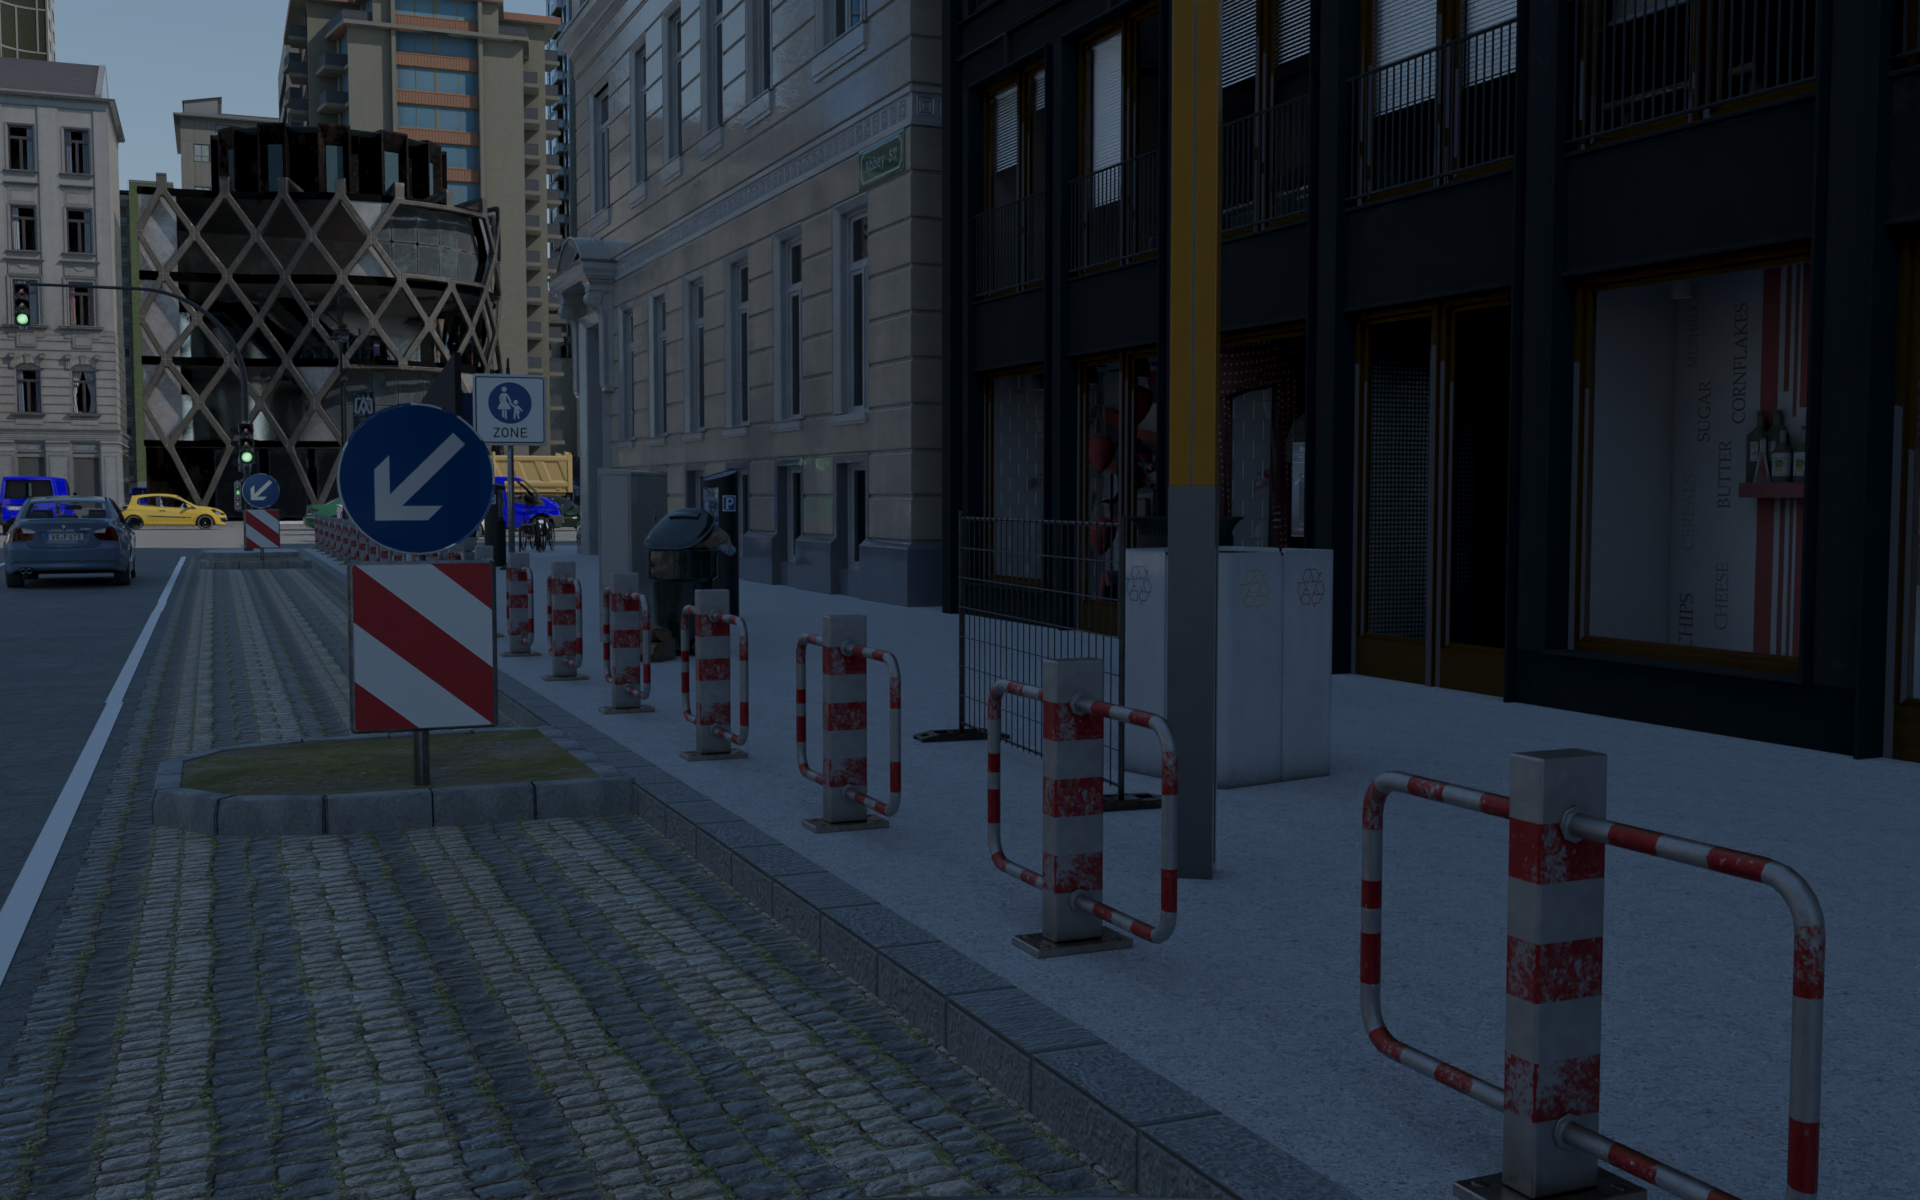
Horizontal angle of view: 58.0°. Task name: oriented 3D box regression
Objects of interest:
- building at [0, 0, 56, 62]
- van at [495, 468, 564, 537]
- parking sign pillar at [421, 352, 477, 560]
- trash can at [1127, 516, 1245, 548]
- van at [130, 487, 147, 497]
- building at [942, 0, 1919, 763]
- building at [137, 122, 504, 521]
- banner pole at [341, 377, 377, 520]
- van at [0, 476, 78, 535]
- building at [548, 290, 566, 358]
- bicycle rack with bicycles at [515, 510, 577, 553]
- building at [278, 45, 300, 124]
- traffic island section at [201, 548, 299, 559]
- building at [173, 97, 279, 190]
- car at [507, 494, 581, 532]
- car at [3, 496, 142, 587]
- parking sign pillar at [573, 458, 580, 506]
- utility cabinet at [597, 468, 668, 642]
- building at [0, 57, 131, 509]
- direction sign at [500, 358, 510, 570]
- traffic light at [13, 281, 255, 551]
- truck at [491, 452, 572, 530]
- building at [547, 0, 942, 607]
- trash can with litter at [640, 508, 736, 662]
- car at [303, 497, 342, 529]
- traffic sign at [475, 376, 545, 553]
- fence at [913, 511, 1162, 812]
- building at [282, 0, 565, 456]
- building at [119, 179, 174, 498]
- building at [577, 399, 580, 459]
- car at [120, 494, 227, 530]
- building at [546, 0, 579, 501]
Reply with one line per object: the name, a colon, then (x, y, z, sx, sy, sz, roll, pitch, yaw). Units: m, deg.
building: (-127.156, -47.900, 221.423, 20.611, 71.187, 20.563, -2, 4, -23)
van: (-16.018, -3.293, 58.233, 5.245, 2.365, 2.240, -1, 4, -22)
parking sign pillar: (-9.894, -2.754, 33.502, 1.447, 3.967, 1.447, 3, 5, 44)
trash can: (1.444, 0.032, 11.127, 0.748, 1.137, 0.748, 0, 3, 0)
van: (-74.459, -9.381, 157.755, 2.240, 2.365, 5.245, -2, 4, -24)
building: (8.580, -11.223, 13.167, 12.332, 23.373, 15.834, -2, 4, -23)
building: (-32.090, -13.484, 87.908, 16.811, 18.784, 16.820, -2, 4, -23)
banner pole: (-12.909, -2.880, 37.102, 0.863, 3.779, 0.401, -1, 4, -9)
van: (-32.983, -3.523, 61.990, 2.240, 2.365, 5.245, -1, 4, -21)
building: (-57.962, -29.190, 248.953, 14.107, 30.474, 14.160, -2, 4, -23)
bicycle rack with bicycles: (-8.957, -1.566, 38.991, 2.852, 0.926, 2.925, 0, 4, 4)
building: (-57.741, -33.892, 177.830, 21.300, 48.544, 21.600, -2, 4, -23)
traffic island section: (-16.047, -1.030, 39.121, 2.009, 0.180, 2.903, -2, 4, -23)
building: (-93.263, -39.835, 240.545, 27.495, 52.752, 28.713, -2, 4, -23)
car: (-15.767, -3.506, 67.105, 4.222, 1.686, 2.009, -2, 4, -25)
car: (-14.365, -0.982, 28.062, 2.014, 1.417, 4.499, -2, 4, -24)
parking sign pillar: (-20.628, -6.472, 94.296, 1.447, 3.967, 1.447, 0, 4, 6)
utility cabinet: (-2.868, -0.407, 15.335, 0.318, 1.500, 1.173, 0, 4, 6)
building: (-47.230, -13.936, 77.011, 18.267, 20.994, 9.793, -2, 4, -23)
direction sign: (-7.611, -2.279, 29.254, 0.379, 3.537, 0.876, -1, 4, -16)
traffic light: (-17.975, -3.875, 38.032, 4.771, 5.953, 1.251, -2, 4, -23)
truck: (-20.777, -4.524, 69.888, 9.791, 3.379, 3.469, -1, 4, -22)
building: (1.275, -14.936, 30.113, 13.634, 28.700, 20.117, -2, 4, -23)
trash can with litter: (-2.240, -0.134, 13.581, 0.624, 1.170, 1.055, 1, 4, 17)
car: (-20.690, -3.037, 61.448, 4.920, 1.459, 2.131, -1, 4, -22)
traffic sign: (-3.854, -0.779, 14.871, 0.606, 2.300, 0.079, -1, 4, -19)
fence: (0.334, 0.193, 8.051, 0.480, 1.192, 2.264, -1, 4, -18)
building: (-48.037, -30.585, 154.694, 22.147, 44.769, 28.867, -2, 4, -23)
building: (-109.579, -33.189, 226.238, 14.086, 41.232, 14.154, -2, 4, -23)
building: (-11.351, -14.002, 96.382, 16.811, 18.784, 16.820, -2, 4, -23)
car: (-31.598, -3.625, 69.500, 3.980, 1.641, 2.015, -2, 4, -24)
building: (-30.623, -53.571, 188.562, 31.000, 86.520, 22.319, -2, 4, -23)
